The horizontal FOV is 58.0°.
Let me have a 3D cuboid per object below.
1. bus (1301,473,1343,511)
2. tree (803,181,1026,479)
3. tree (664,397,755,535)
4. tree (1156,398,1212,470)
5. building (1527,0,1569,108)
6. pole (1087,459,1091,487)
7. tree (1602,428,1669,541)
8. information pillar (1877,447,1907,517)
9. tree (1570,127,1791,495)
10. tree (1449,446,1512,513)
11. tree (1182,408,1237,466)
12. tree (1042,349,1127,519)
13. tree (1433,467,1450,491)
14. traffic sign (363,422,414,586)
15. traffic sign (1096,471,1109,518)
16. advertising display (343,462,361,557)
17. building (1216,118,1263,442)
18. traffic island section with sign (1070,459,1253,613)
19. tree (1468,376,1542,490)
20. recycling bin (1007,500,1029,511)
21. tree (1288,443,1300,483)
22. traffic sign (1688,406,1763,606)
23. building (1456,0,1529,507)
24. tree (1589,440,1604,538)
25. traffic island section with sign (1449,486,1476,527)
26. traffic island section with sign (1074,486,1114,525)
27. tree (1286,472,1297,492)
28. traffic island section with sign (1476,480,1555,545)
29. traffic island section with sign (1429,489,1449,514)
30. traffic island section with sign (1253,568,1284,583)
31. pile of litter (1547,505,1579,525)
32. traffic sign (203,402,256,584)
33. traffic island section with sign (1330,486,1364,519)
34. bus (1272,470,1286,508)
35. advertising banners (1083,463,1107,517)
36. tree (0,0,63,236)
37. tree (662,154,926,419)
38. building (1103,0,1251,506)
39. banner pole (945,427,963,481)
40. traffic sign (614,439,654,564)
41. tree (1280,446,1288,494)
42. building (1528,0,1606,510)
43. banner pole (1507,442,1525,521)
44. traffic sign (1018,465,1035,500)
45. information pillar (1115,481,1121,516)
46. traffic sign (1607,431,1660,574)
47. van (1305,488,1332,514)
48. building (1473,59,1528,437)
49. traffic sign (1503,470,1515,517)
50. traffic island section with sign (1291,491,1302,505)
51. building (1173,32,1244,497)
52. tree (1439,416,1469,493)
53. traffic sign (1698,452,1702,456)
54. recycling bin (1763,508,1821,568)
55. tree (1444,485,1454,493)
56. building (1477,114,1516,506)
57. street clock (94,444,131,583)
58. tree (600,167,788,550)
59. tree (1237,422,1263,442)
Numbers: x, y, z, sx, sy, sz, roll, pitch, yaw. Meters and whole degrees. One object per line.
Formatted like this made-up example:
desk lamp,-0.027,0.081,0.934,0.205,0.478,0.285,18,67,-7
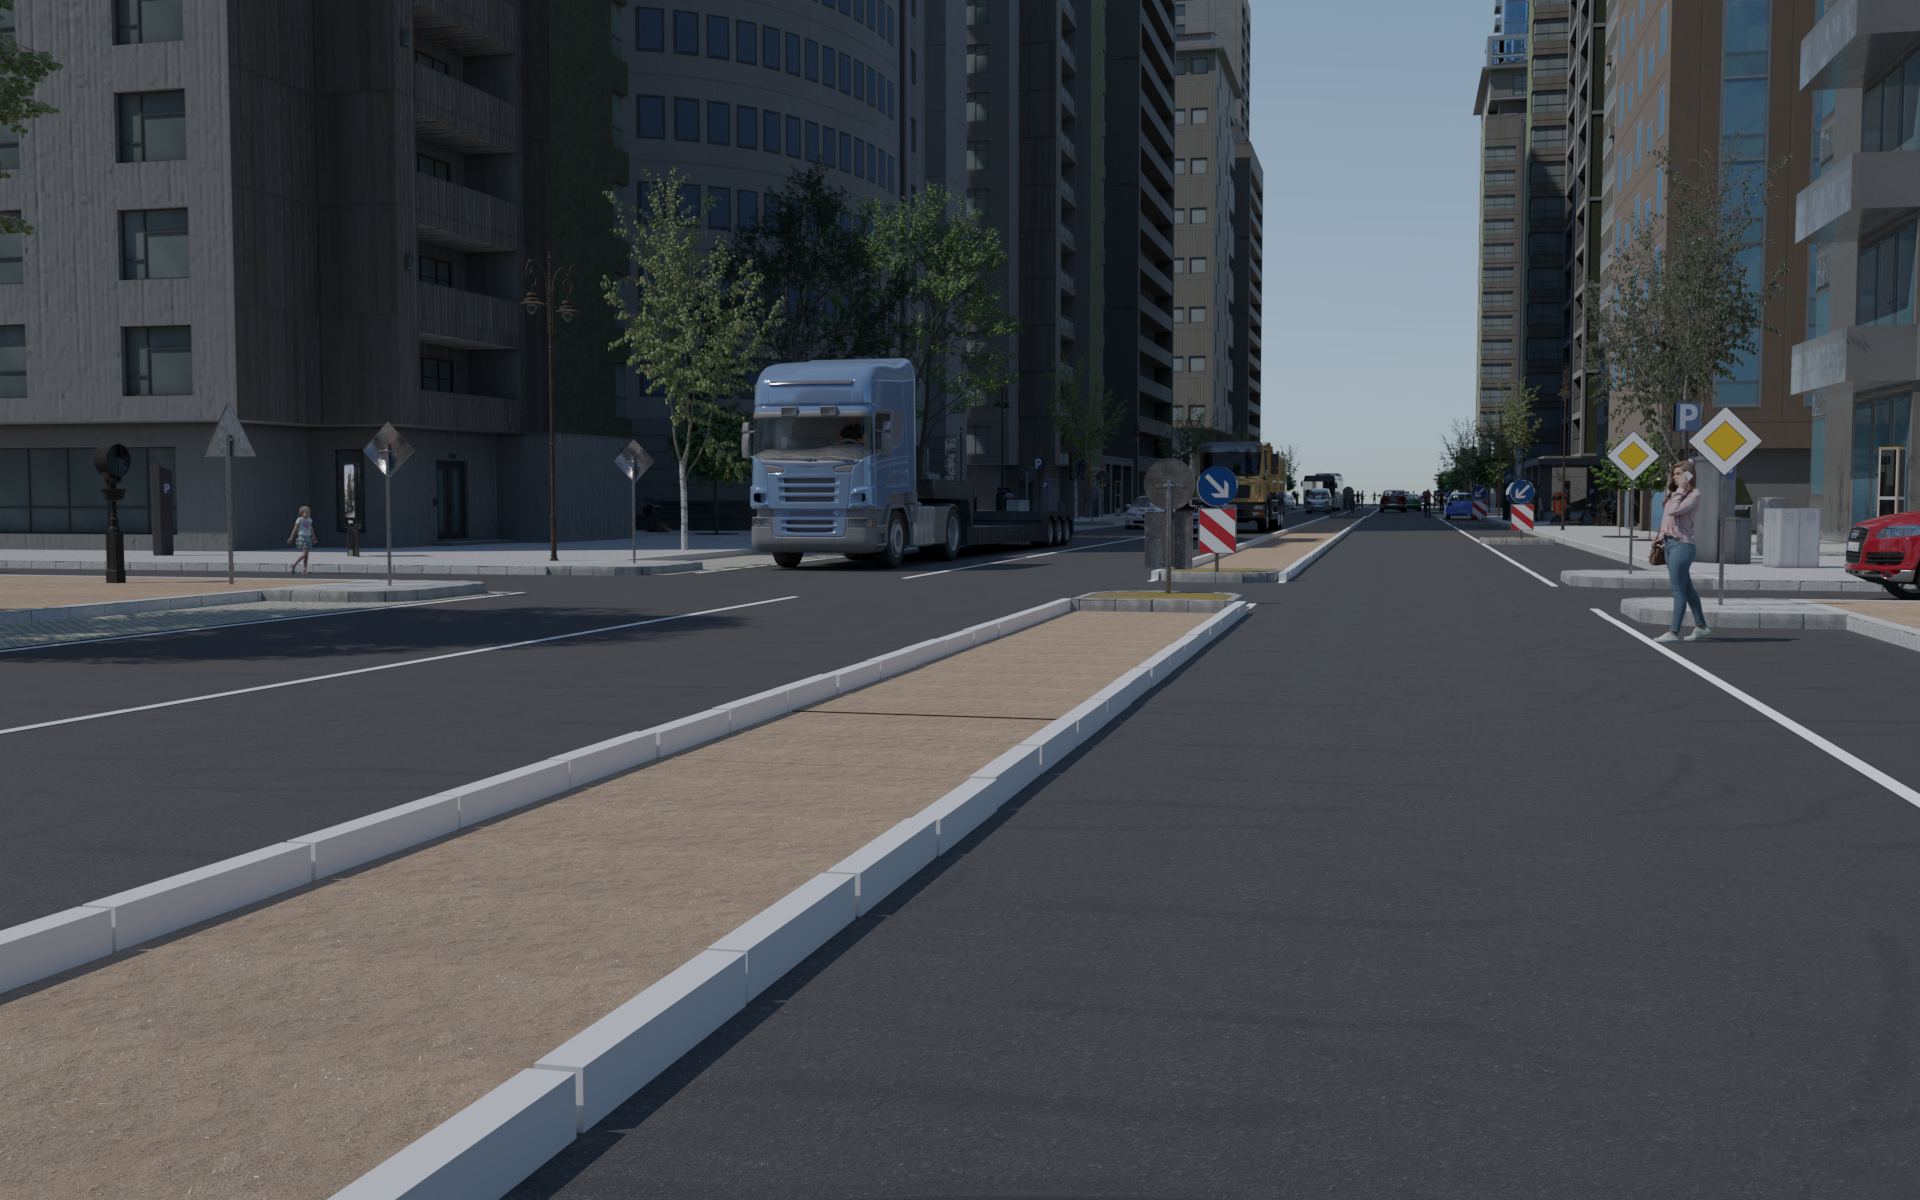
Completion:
bus,30.837,-9.298,146.881,2.948,3.499,13.247,1,4,16
tree,-1.505,-8.155,59.082,9.928,11.665,9.643,0,3,0
tree,-7.753,-4.364,55.068,4.285,4.588,4.351,0,3,0
tree,17.119,-11.137,132.452,4.360,8.622,3.978,0,3,0
building,49.616,-27.303,130.000,14.154,41.232,14.086,1,4,14
pole,7.367,-6.436,99.079,0.158,3.312,0.155,0,3,0
tree,18.981,-3.228,47.379,1.663,3.219,1.824,0,3,0
information pillar,14.620,-1.389,27.203,0.304,2.012,0.304,-3,5,-40
tree,14.991,-5.215,35.636,4.360,8.622,3.978,0,3,0
tree,35.761,-8.148,116.928,4.285,4.588,4.351,0,3,0
tree,21.247,-12.164,149.238,4.737,8.622,4.395,0,3,0
tree,6.107,-8.421,88.045,4.737,8.622,4.395,0,3,0
tree,53.506,-12.395,186.371,4.285,4.588,4.351,0,3,0
traffic sign,-7.958,-1.252,24.119,0.795,2.450,0.064,1,4,14
traffic sign,7.720,-5.739,93.943,0.768,2.556,0.104,1,4,23
advertising display,-12.492,-1.859,35.604,0.123,1.923,0.974,-2,4,-32
building,28.318,-37.019,228.968,21.300,48.544,21.600,1,4,14
traffic island section with sign,2.542,-0.834,21.777,2.006,1.907,1.989,1,4,14
tree,34.554,-9.690,108.800,4.737,8.622,4.395,0,3,0
recycling bin,2.477,-3.769,74.170,0.722,1.027,0.722,3,4,39
tree,47.201,-18.362,250.586,4.737,8.622,4.395,0,3,0
traffic sign,8.757,-0.993,19.885,0.795,2.450,0.064,1,4,14
building,80.054,-56.380,234.481,22.319,86.520,31.000,1,4,14
tree,19.311,-3.446,50.944,1.663,3.219,1.824,0,3,0
traffic island section with sign,22.674,-4.127,76.112,1.989,1.847,2.006,1,4,14
traffic island section with sign,6.043,-4.340,79.591,1.989,1.847,2.006,1,4,14
tree,48.079,-16.620,255.452,4.285,4.588,4.351,0,3,0
traffic island section with sign,16.057,-2.529,49.979,1.989,1.847,2.006,1,4,14
traffic island section with sign,34.988,-7.104,124.785,1.989,1.847,2.006,1,4,14
traffic island section with sign,4.368,-1.273,28.956,2.006,1.907,1.989,1,4,14
pile of litter,25.347,-3.558,72.142,1.719,0.858,1.176,1,4,13
traffic sign,-10.356,-1.501,24.544,0.884,2.594,0.081,1,4,17
traffic island section with sign,22.790,-5.729,101.810,2.006,1.907,1.989,1,4,14
bus,24.191,-8.920,137.392,2.896,3.916,12.252,1,4,15
advertising banners,7.510,-6.094,95.827,0.090,3.025,2.074,3,5,42
tree,-12.245,-6.019,16.534,7.486,12.596,7.792,0,3,0
tree,-4.704,-6.917,47.510,7.601,10.594,8.767,1,4,17
building,32.955,-49.577,248.835,20.563,71.187,20.611,1,4,14
banner pole,-0.182,-4.561,64.589,0.863,3.779,0.401,-1,4,-10
traffic sign,-5.999,-1.726,31.861,0.795,2.450,0.064,1,4,14
tree,34.368,-15.311,200.696,4.737,8.622,4.395,0,3,0
building,48.623,-41.176,111.476,20.563,71.187,20.611,1,4,14
banner pole,26.565,-5.672,82.753,0.401,3.779,0.863,-2,4,-29
traffic sign,2.879,-4.585,75.064,0.768,2.556,0.104,1,4,20
information pillar,9.129,-5.855,100.215,0.304,2.012,0.304,0,4,3
traffic sign,10.715,-1.467,27.627,0.795,2.450,0.064,1,4,14
van,26.441,-7.373,127.565,2.013,2.044,4.112,1,4,16
building,76.219,-37.745,206.369,28.713,52.752,27.495,1,4,14
traffic sign,28.785,-5.532,90.558,0.768,2.556,0.104,1,4,20
traffic island section with sign,45.317,-13.835,234.822,1.989,1.847,2.006,1,4,14
building,18.074,-37.732,206.150,28.713,52.752,27.495,1,4,14
tree,47.187,-12.973,162.474,4.737,8.622,4.395,0,3,0
traffic sign,14.583,-2.032,33.322,0.768,2.556,0.104,1,4,21
recycling bin,14.513,-1.081,30.231,0.722,1.027,0.722,0,4,5
tree,57.851,-12.825,204.297,1.663,3.219,1.824,0,3,0
building,63.770,-30.872,188.345,14.154,41.232,14.086,1,4,14
street clock,-12.175,-1.245,24.923,0.358,2.002,0.471,1,4,15
tree,-6.204,-5.434,39.215,4.737,8.622,4.395,0,3,0
tree,28.080,-13.676,173.969,4.737,8.622,4.395,0,3,0
